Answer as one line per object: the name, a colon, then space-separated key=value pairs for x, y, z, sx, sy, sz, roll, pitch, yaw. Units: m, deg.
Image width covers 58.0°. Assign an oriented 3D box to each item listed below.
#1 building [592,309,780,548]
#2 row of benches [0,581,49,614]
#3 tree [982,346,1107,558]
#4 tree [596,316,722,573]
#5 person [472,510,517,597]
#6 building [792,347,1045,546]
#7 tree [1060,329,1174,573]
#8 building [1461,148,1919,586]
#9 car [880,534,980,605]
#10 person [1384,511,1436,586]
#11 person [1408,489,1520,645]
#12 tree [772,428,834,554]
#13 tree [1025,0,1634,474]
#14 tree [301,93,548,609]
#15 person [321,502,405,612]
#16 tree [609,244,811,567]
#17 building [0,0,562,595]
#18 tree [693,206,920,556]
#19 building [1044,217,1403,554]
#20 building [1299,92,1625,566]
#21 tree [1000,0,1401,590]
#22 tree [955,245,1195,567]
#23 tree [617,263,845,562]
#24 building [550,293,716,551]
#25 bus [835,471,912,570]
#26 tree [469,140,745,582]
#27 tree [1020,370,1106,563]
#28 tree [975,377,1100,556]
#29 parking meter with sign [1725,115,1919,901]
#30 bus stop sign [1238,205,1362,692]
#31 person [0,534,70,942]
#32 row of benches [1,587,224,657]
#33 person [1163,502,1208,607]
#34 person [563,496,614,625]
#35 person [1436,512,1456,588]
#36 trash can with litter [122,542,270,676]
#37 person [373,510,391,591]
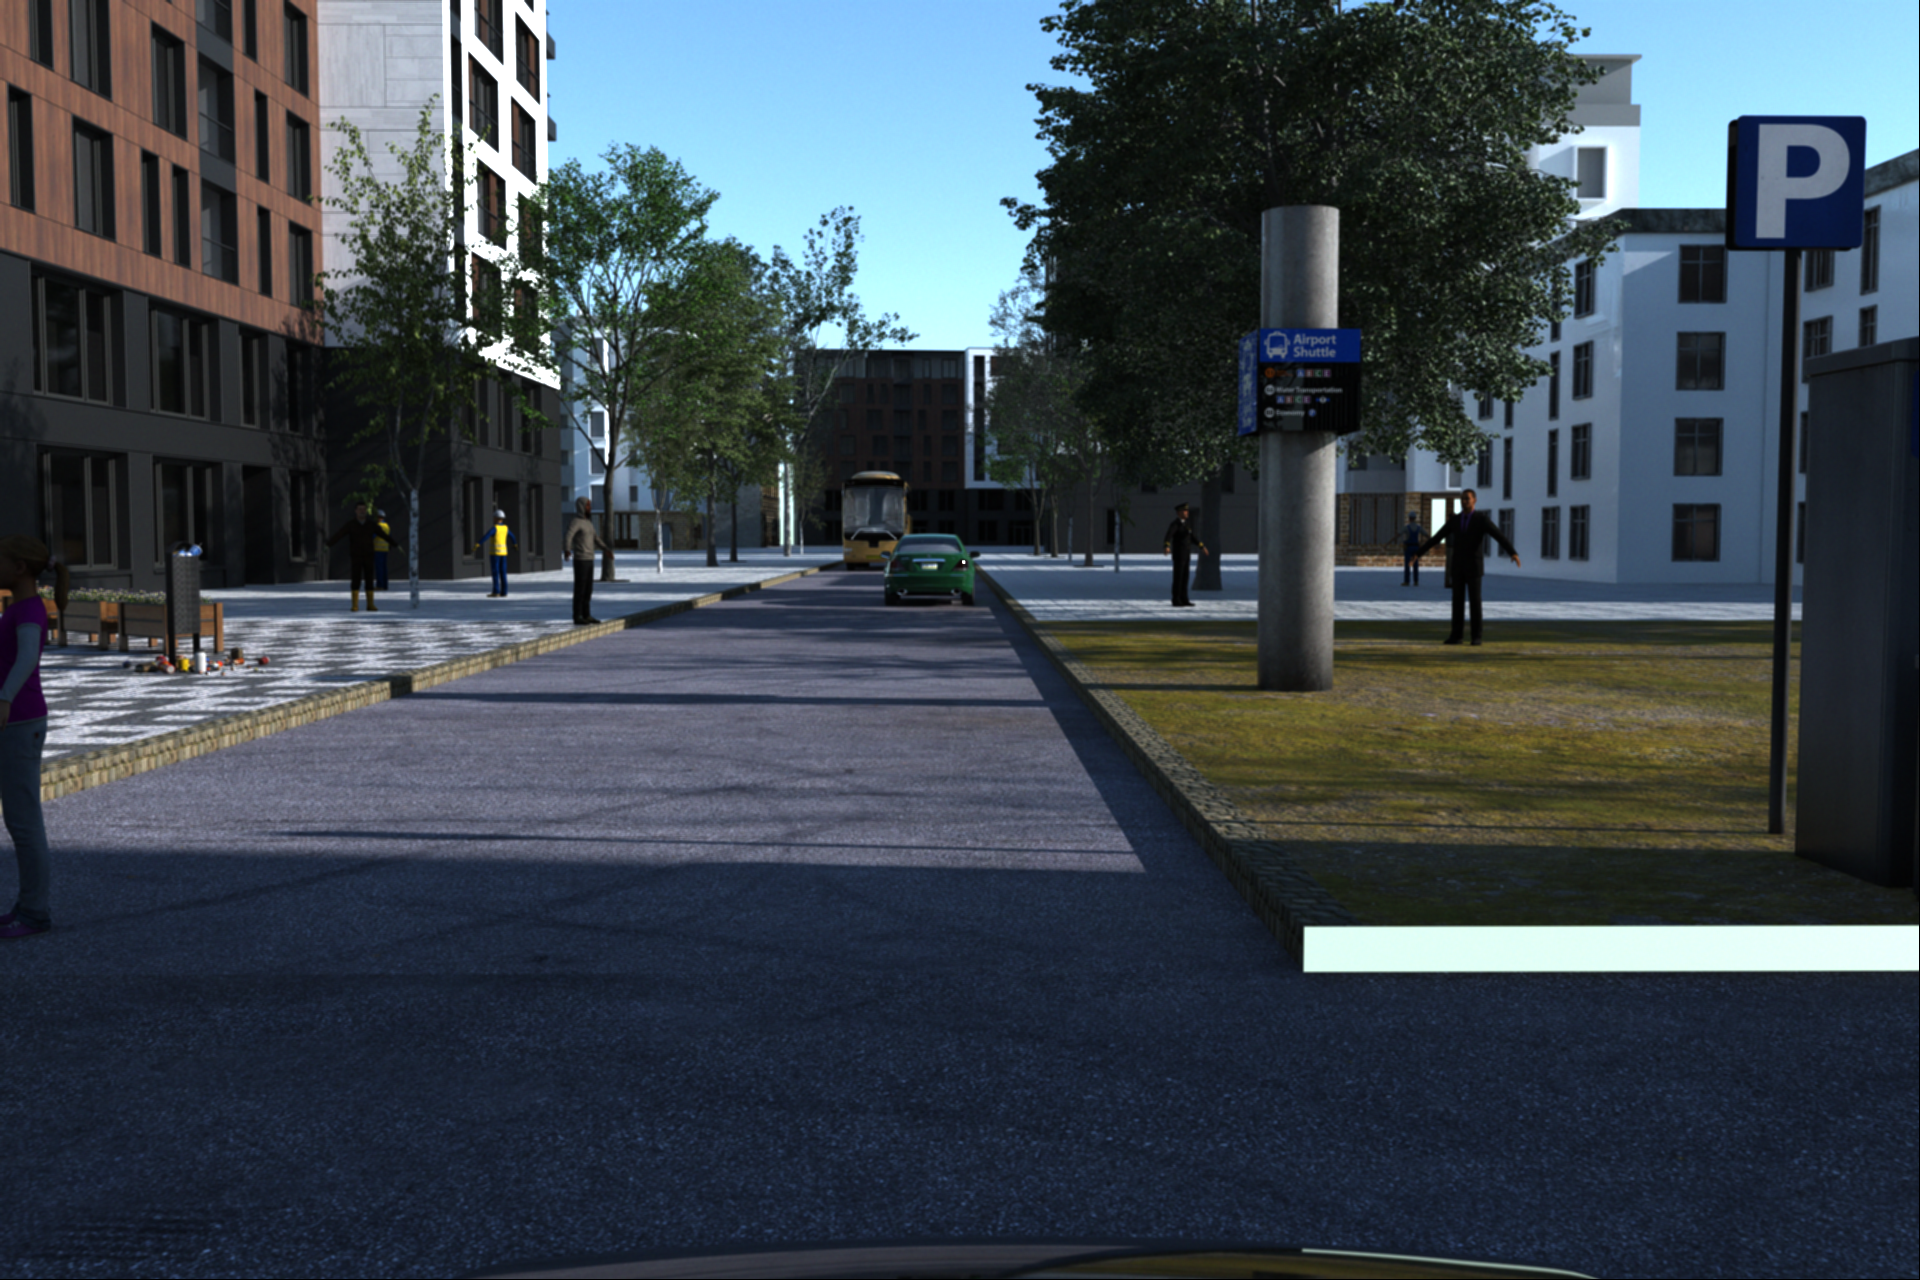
building: x=-28.026 y=-20.828 z=171.468 sx=19.493 sy=23.208 sz=18.063 roll=0 pitch=4 yaw=-1
row of benches: x=-14.048 y=-0.457 z=22.927 sx=1.422 sy=0.672 sz=4.104 roll=1 pitch=4 yaw=22
tree: x=5.040 y=-10.270 z=93.669 sx=9.928 sy=11.665 sz=9.643 roll=0 pitch=3 yaw=0
tree: x=-9.923 y=-6.525 z=57.049 sx=4.360 sy=8.622 sz=3.978 roll=0 pitch=3 yaw=0
person: x=-9.491 y=-1.771 z=35.413 sx=0.721 sy=1.772 sz=1.216 roll=2 pitch=4 yaw=30
building: x=-2.867 y=-21.732 z=201.742 sx=32.646 sy=21.610 sz=27.936 roll=0 pitch=4 yaw=-7
tree: x=5.455 y=-6.542 z=57.322 sx=4.737 sy=8.622 sz=4.395 roll=0 pitch=3 yaw=0
building: x=21.558 y=-6.288 z=44.955 sx=9.099 sy=9.664 sz=28.070 roll=0 pitch=4 yaw=0
car: x=-0.627 y=-1.498 z=36.296 sx=2.131 sy=1.459 sz=4.920 roll=0 pitch=4 yaw=-1
person: x=11.190 y=-2.269 z=42.952 sx=1.347 sy=1.847 sz=0.705 roll=0 pitch=4 yaw=-8
person: x=5.869 y=-0.848 z=20.083 sx=1.346 sy=1.802 sz=0.704 roll=3 pitch=5 yaw=40
tree: x=-10.186 y=-9.823 z=110.973 sx=4.360 sy=8.622 sz=3.978 roll=0 pitch=3 yaw=0
tree: x=5.822 y=-7.411 z=27.818 sx=9.857 sy=13.997 sz=8.962 roll=0 pitch=3 yaw=0
tree: x=-9.358 y=-4.861 z=29.833 sx=4.737 sy=8.622 sz=4.395 roll=0 pitch=3 yaw=0
person: x=-9.913 y=-1.382 z=28.737 sx=1.346 sy=1.812 sz=0.704 roll=-2 pitch=4 yaw=-29
tree: x=-9.706 y=-9.143 z=67.620 sx=7.486 sy=12.596 sz=7.792 roll=0 pitch=3 yaw=0
building: x=-27.904 y=-12.289 z=44.894 sx=27.936 sy=21.610 sz=32.646 roll=0 pitch=4 yaw=-1
tree: x=-8.580 y=-14.868 z=98.987 sx=12.611 sy=20.169 sz=13.585 roll=0 pitch=3 yaw=0
building: x=19.976 y=-17.297 z=126.788 sx=27.936 sy=21.610 sz=32.646 roll=0 pitch=4 yaw=0
building: x=20.373 y=-13.711 z=80.594 sx=16.016 sy=20.090 sz=11.380 roll=0 pitch=4 yaw=-1
tree: x=5.687 y=-8.119 z=39.405 sx=9.857 sy=13.997 sz=8.962 roll=0 pitch=3 yaw=0
tree: x=5.122 y=-9.592 z=67.192 sx=12.009 sy=13.543 sz=11.850 roll=0 pitch=3 yaw=0
tree: x=-10.319 y=-10.307 z=78.889 sx=12.009 sy=13.543 sz=11.850 roll=0 pitch=3 yaw=0
building: x=-25.867 y=-17.084 z=135.741 sx=16.016 sy=20.090 sz=11.380 roll=0 pitch=4 yaw=0
bus: x=-3.342 y=-4.904 z=71.723 sx=2.896 sy=3.916 sz=12.252 roll=0 pitch=4 yaw=-1
tree: x=-9.299 y=-7.359 z=46.081 sx=9.928 sy=11.665 sz=9.643 roll=0 pitch=3 yaw=0
tree: x=5.007 y=-7.785 z=77.647 sx=4.360 sy=8.622 sz=3.978 roll=0 pitch=3 yaw=0
tree: x=4.686 y=-10.844 z=103.052 sx=9.928 sy=11.665 sz=9.643 roll=0 pitch=3 yaw=0
parking meter with sign: x=3.521 y=-0.627 z=6.510 sx=0.543 sy=3.016 sz=1.738 roll=0 pitch=4 yaw=-1
bus stop sign: x=2.776 y=-1.543 z=14.250 sx=0.837 sy=3.901 sz=0.837 roll=0 pitch=4 yaw=-1
person: x=-3.428 y=0.338 z=6.196 sx=0.599 sy=1.433 sz=0.991 roll=-2 pitch=4 yaw=-29
row of benches: x=-9.576 y=-0.248 z=19.519 sx=4.104 sy=0.672 sz=1.422 roll=3 pitch=4 yaw=39
person: x=3.944 y=-1.512 z=30.652 sx=0.705 sy=1.837 sz=1.347 roll=3 pitch=5 yaw=40
person: x=-5.326 y=-1.131 z=24.613 sx=0.705 sy=1.813 sz=1.348 roll=1 pitch=4 yaw=16
person: x=11.716 y=-2.133 z=41.144 sx=1.348 sy=1.796 sz=0.705 roll=-2 pitch=4 yaw=-35
trash can with litter: x=-7.223 y=-0.348 z=16.748 sx=1.678 sy=1.210 sz=2.233 roll=0 pitch=4 yaw=1
person: x=-13.197 y=-2.042 z=39.350 sx=0.705 sy=1.833 sz=1.349 roll=0 pitch=4 yaw=6
